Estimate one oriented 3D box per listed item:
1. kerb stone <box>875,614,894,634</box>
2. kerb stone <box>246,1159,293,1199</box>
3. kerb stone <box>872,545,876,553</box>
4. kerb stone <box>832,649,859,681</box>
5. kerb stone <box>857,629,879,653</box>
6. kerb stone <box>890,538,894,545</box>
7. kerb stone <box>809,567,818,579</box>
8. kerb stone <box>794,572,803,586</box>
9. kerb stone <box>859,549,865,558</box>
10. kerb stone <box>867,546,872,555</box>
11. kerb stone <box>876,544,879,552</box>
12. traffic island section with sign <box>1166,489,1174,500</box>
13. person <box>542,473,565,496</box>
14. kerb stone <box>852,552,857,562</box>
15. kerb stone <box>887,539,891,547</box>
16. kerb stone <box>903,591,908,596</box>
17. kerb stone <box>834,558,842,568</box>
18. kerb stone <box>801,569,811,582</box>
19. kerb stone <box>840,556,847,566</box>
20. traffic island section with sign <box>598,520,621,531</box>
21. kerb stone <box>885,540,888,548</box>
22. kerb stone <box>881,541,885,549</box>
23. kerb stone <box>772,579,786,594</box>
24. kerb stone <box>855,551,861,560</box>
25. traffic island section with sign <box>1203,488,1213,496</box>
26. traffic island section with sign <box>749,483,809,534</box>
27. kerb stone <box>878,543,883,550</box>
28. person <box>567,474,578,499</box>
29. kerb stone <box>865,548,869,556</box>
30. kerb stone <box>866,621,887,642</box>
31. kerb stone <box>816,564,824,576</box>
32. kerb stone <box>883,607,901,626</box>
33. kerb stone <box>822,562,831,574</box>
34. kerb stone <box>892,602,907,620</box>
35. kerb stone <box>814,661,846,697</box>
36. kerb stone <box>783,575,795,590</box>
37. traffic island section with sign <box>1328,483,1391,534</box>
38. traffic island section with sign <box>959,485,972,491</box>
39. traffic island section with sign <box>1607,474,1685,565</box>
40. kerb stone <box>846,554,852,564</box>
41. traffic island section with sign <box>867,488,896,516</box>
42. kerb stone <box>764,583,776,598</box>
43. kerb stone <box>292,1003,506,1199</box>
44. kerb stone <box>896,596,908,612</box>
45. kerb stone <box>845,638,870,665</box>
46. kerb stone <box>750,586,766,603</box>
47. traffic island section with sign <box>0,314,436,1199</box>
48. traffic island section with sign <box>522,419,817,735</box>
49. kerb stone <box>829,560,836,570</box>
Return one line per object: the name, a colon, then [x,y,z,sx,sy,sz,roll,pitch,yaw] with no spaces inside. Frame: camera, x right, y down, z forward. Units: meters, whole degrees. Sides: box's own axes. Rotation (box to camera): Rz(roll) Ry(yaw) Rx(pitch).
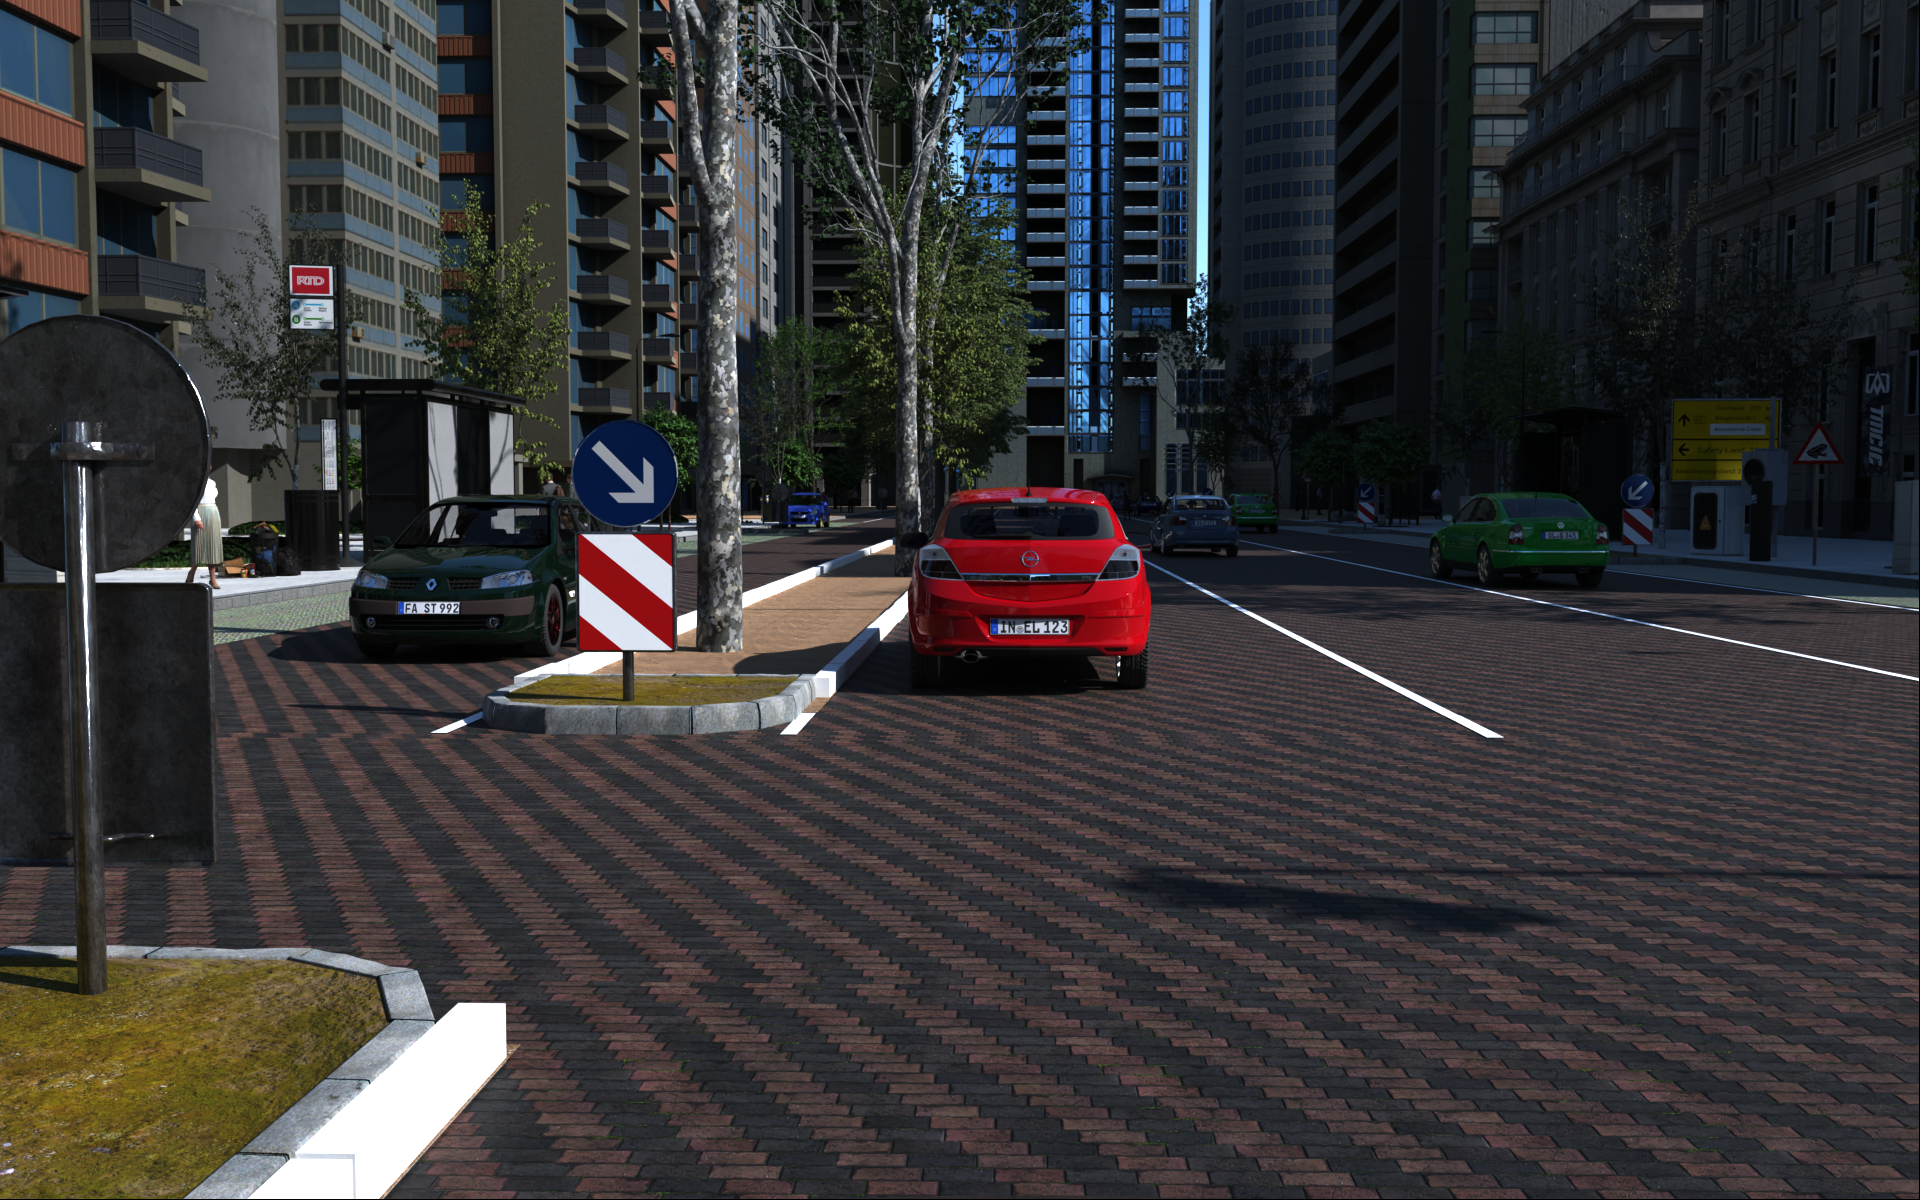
kerb stone: [-0.796,0.275,17.735,0.120,0.150,1.000,0,4,2]
kerb stone: [-1.247,1.183,2.846,0.120,0.150,1.000,0,4,2]
kerb stone: [-2.178,-1.174,41.390,0.120,0.150,1.000,0,4,2]
kerb stone: [-0.921,0.523,13.643,0.120,0.150,1.000,0,4,2]
kerb stone: [-0.858,0.398,15.689,0.120,0.150,1.000,0,4,2]
kerb stone: [-1.980,-1.550,47.541,0.120,0.150,1.000,0,4,2]
kerb stone: [-2.549,-0.420,29.098,0.120,0.150,1.000,0,4,2]
kerb stone: [-2.616,-0.296,27.050,0.120,0.150,1.000,0,4,2]
kerb stone: [-2.264,-0.982,38.313,0.120,0.150,1.000,0,4,2]
kerb stone: [-2.203,-1.111,40.366,0.120,0.150,1.000,0,4,2]
kerb stone: [-2.135,-1.237,42.415,0.120,0.150,1.000,0,4,2]
traffic island section with sign: [16.805,-8.034,139.988,1.989,1.847,2.006,0,4,2]
person: [-10.472,-2.355,44.518,0.622,1.834,0.822,-3,5,-45]
kerb stone: [-2.325,-0.860,36.252,0.120,0.150,1.000,0,4,2]
kerb stone: [-2.014,-1.482,46.519,0.120,0.150,1.000,0,4,2]
kerb stone: [-0.663,0.021,21.848,0.120,0.150,1.000,0,4,2]
kerb stone: [-2.429,-0.672,33.186,0.120,0.150,1.000,0,4,2]
kerb stone: [-2.579,-0.360,28.076,0.120,0.150,1.000,0,4,2]
kerb stone: [-2.394,-0.735,34.208,0.120,0.150,1.000,0,4,2]
traffic island section with sign: [-7.405,-1.698,36.386,1.989,1.847,2.006,0,4,2]
kerb stone: [-2.041,-1.421,45.493,0.120,0.150,1.000,0,4,2]
kerb stone: [-2.076,-1.362,44.471,0.120,0.150,1.000,0,4,2]
kerb stone: [-2.671,-0.171,24.998,0.120,0.150,1.000,0,4,2]
kerb stone: [-2.295,-0.918,37.277,0.120,0.150,1.000,0,4,2]
traffic island section with sign: [15.976,-6.386,113.046,1.989,1.847,2.006,0,4,2]
traffic island section with sign: [-6.581,-3.346,63.329,1.989,1.847,2.006,0,4,2]
kerb stone: [-2.105,-1.297,43.445,0.120,0.150,1.000,0,4,2]
person: [-10.585,-2.541,47.546,0.822,1.834,0.622,0,4,2]
kerb stone: [-2.235,-1.048,39.337,0.120,0.150,1.000,0,4,2]
kerb stone: [-0.831,0.335,16.713,0.120,0.150,1.000,0,4,2]
kerb stone: [-2.530,-0.482,30.121,0.120,0.150,1.000,0,4,2]
kerb stone: [-0.765,0.213,18.768,0.120,0.150,1.000,0,4,2]
kerb stone: [-2.482,-0.543,31.142,0.120,0.150,1.000,0,4,2]
kerb stone: [-0.724,0.153,19.794,0.120,0.150,1.000,0,4,2]
kerb stone: [-0.957,0.588,12.617,0.120,0.150,1.000,0,4,2]
kerb stone: [-2.636,-0.233,26.021,0.120,0.150,1.000,0,4,2]
traffic island section with sign: [14.428,-3.308,62.714,1.989,1.847,2.006,0,4,2]
traffic island section with sign: [0.266,-4.785,86.366,2.006,1.907,1.989,0,4,2]
traffic island section with sign: [13.589,-1.658,35.735,1.989,1.847,2.006,0,4,2]
kerb stone: [-2.361,-0.796,35.230,0.120,0.150,1.000,0,4,2]
traffic island section with sign: [-5.035,-6.431,113.780,1.989,1.847,2.006,0,4,2]
kerb stone: [-2.707,-0.105,23.974,0.120,0.150,1.000,0,4,2]
kerb stone: [-1.222,1.123,3.877,0.120,0.150,1.000,0,4,2]
kerb stone: [-0.699,0.084,20.825,0.120,0.150,1.000,0,4,2]
kerb stone: [-0.887,0.463,14.667,0.120,0.150,1.000,0,4,2]
kerb stone: [-2.741,-0.046,22.940,0.120,0.150,1.000,0,4,2]
traffic island section with sign: [-2.265,0.262,3.859,2.006,1.907,1.989,0,4,2]
traffic island section with sign: [-2.028,-0.191,11.263,2.006,1.907,1.989,0,4,2]
kerb stone: [-2.457,-0.607,32.164,0.120,0.150,1.000,0,4,2]
